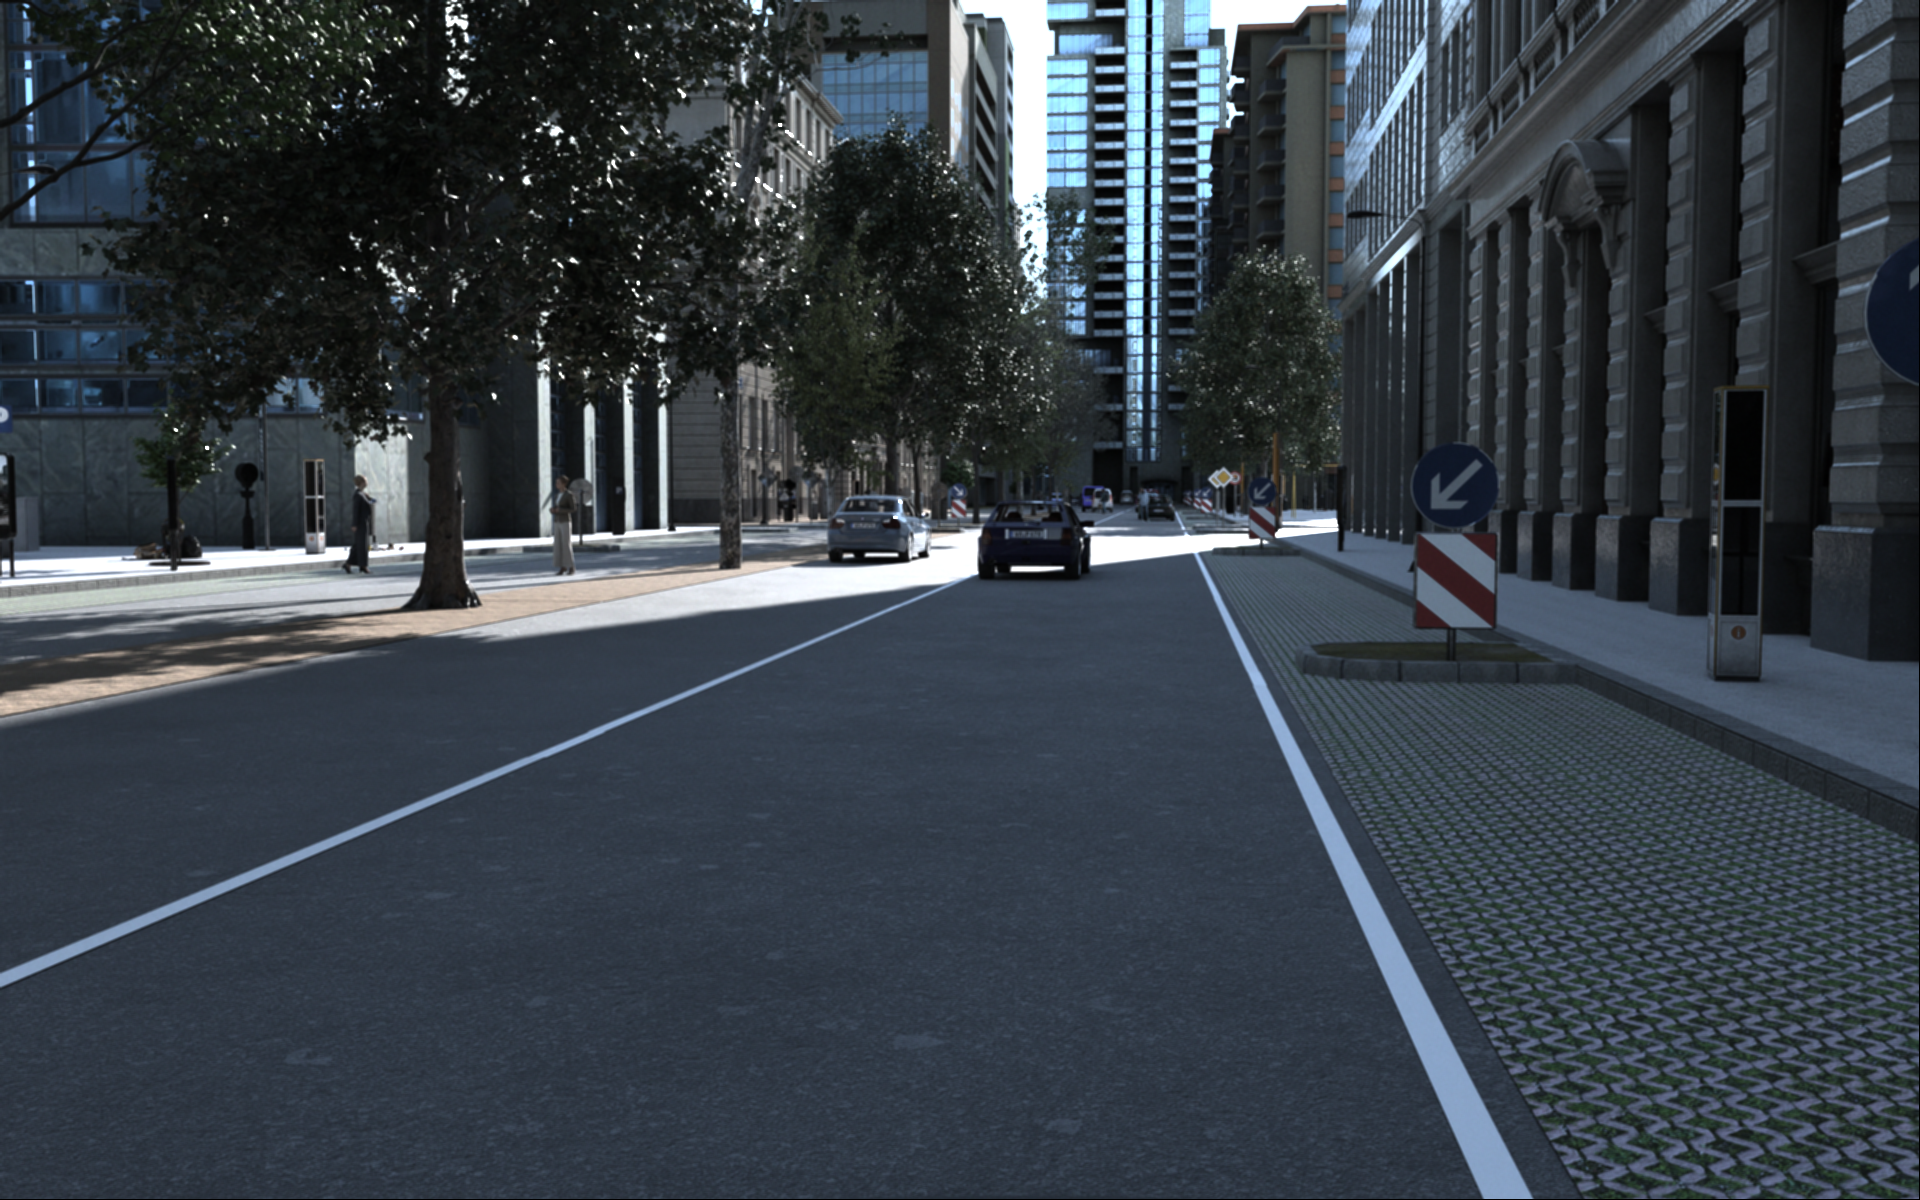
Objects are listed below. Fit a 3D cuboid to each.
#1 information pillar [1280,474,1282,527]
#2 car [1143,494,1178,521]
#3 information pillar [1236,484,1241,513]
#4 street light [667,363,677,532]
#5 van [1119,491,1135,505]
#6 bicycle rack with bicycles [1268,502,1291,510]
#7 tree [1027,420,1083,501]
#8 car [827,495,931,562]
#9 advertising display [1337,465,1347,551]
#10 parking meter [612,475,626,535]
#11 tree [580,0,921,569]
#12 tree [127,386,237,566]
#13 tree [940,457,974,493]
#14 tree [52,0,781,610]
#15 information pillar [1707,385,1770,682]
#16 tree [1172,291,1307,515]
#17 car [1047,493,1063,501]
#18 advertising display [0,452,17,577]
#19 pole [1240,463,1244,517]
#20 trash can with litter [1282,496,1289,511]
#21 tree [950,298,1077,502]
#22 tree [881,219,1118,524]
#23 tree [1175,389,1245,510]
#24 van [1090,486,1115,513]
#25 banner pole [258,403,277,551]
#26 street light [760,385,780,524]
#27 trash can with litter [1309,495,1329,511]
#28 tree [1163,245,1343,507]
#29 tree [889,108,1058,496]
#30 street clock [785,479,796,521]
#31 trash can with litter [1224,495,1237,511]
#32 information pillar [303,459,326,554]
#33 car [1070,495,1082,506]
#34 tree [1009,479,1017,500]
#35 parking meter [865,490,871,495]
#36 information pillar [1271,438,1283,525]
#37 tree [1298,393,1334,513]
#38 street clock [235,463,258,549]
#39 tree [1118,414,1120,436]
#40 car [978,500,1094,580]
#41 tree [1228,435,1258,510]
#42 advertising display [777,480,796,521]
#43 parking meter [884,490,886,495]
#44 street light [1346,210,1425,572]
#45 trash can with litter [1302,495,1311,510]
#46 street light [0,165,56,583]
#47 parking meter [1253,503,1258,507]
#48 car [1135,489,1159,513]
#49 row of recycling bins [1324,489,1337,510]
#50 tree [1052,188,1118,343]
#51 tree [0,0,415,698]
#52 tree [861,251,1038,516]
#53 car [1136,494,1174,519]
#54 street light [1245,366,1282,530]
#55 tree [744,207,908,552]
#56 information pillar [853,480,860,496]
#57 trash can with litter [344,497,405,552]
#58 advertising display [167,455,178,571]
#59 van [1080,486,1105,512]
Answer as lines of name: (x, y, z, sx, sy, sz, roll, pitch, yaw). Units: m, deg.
information pillar: (11.681, -3.622, 63.716, 0.304, 2.012, 0.304, 0, 4, 3)
car: (10.685, -5.089, 92.987, 2.009, 1.686, 4.222, 0, 4, 7)
information pillar: (19.432, -7.094, 120.481, 0.304, 2.012, 0.304, 2, 4, 28)
street light: (-9.347, -5.300, 59.201, 1.470, 5.913, 1.316, 0, 4, 7)
van: (21.251, -13.062, 220.571, 2.013, 2.044, 4.112, 0, 4, 6)
bicycle rack with bicycles: (25.114, -7.597, 137.591, 2.852, 0.926, 2.925, -3, 5, -44)
tree: (7.576, -11.084, 134.042, 4.737, 8.622, 4.395, 0, 3, 0)
car: (-1.735, -1.575, 37.750, 2.014, 1.417, 4.499, 0, 4, 7)
advertising display: (8.616, -2.073, 39.108, 0.123, 1.923, 0.974, 1, 4, 18)
parking meter: (-10.663, -2.961, 54.130, 0.399, 1.863, 0.255, -2, 4, -24)
tree: (-5.492, -10.713, 33.507, 12.611, 20.169, 13.585, 0, 3, 0)
tree: (-14.248, -2.248, 31.356, 1.663, 3.219, 1.824, 0, 3, 0)
tree: (-0.052, -9.908, 145.716, 4.285, 4.588, 4.351, 0, 3, 0)
tree: (-6.474, -6.247, 21.598, 9.611, 12.733, 9.660, 0, 3, 0)
information pillar: (5.343, -0.453, 11.906, 0.304, 2.012, 0.304, 1, 4, 14)
tree: (17.714, -12.223, 106.506, 9.857, 13.997, 8.962, 0, 3, 0)
car: (9.995, -10.431, 180.137, 1.945, 1.707, 3.694, 0, 4, 7)
advertising display: (-15.148, -1.332, 26.986, 0.974, 1.923, 0.123, 1, 4, 15)
pole: (15.879, -6.337, 97.448, 0.158, 3.312, 0.155, 0, 3, 0)
trash can with litter: (24.465, -7.365, 131.812, 1.055, 1.170, 0.624, 2, 4, 33)
tree: (2.066, -10.283, 88.705, 7.486, 12.596, 7.792, 0, 3, 0)
tree: (0.740, -10.041, 77.000, 12.009, 13.543, 11.850, 0, 3, 0)
tree: (21.737, -13.781, 143.439, 7.486, 12.596, 7.792, 0, 3, 0)
van: (11.164, -7.872, 135.726, 2.013, 2.044, 4.112, 0, 4, 5)
banner pole: (-15.791, -3.012, 39.262, 0.401, 3.779, 0.863, -2, 4, -32)
street light: (-7.771, -6.147, 73.051, 1.470, 5.913, 1.316, 0, 4, 7)
trash can with litter: (27.162, -7.320, 130.738, 1.678, 1.210, 2.233, -2, 4, -26)
tree: (14.048, -9.953, 79.742, 9.611, 12.733, 9.660, 0, 3, 0)
tree: (-2.006, -8.067, 51.356, 9.611, 12.733, 9.660, 0, 3, 0)
street clock: (-7.952, -4.684, 81.153, 0.471, 2.002, 0.358, -2, 4, -24)
trash can with litter: (20.824, -7.380, 131.726, 1.678, 1.210, 2.233, -1, 4, -17)
information pillar: (-13.740, -1.980, 36.870, 0.304, 2.012, 0.304, 1, 4, 10)
car: (13.356, -11.586, 202.004, 1.945, 1.354, 3.894, 0, 4, 8)
tree: (6.398, -12.692, 202.111, 1.663, 3.219, 1.824, 0, 3, 0)
parking meter: (-5.143, -5.407, 96.822, 0.372, 1.533, 0.369, 0, 3, 0)
information pillar: (13.354, -4.987, 72.890, 0.504, 3.616, 0.183, -1, 4, -13)
tree: (23.701, -10.128, 115.952, 4.360, 8.622, 3.978, 0, 3, 0)
street clock: (-16.570, -2.184, 40.281, 0.358, 2.002, 0.471, 2, 4, 31)
tree: (4.829, -12.231, 112.802, 12.009, 13.543, 11.850, 0, 3, 0)
car: (1.353, -1.091, 30.425, 1.945, 1.354, 3.894, 0, 4, 8)
tree: (20.593, -10.808, 127.080, 4.360, 8.622, 3.978, 0, 3, 0)
advertising display: (-8.110, -4.672, 81.593, 0.974, 1.923, 0.123, 0, 4, 4)
parking meter: (-4.408, -5.898, 104.842, 0.372, 1.533, 0.369, 0, 3, 0)
street light: (7.021, -3.420, 28.458, 1.470, 5.913, 1.316, 0, 4, 7)
trash can with litter: (28.162, -7.880, 140.222, 0.624, 1.170, 1.055, -1, 4, -17)
street light: (-13.445, -3.187, 24.655, 1.470, 5.913, 1.316, 0, 4, 7)
parking meter: (19.986, -6.834, 117.454, 0.255, 1.863, 0.399, 3, 5, 42)
car: (14.825, -7.782, 135.908, 2.281, 1.827, 5.304, 0, 4, 7)
row of recycling bins: (30.447, -7.912, 136.481, 3.534, 1.692, 1.069, 1, 4, 17)
tree: (2.331, -14.781, 100.007, 12.611, 20.169, 13.585, 0, 3, 0)
tree: (-7.221, -5.096, 11.527, 9.928, 11.665, 9.643, 0, 3, 0)
tree: (-1.371, -7.537, 60.097, 8.767, 10.594, 7.601, 0, 4, 7)
car: (11.176, -5.356, 99.367, 2.131, 1.459, 4.920, 0, 4, 7)
street light: (11.002, -5.517, 62.749, 1.470, 5.913, 1.316, 0, 4, 7)
tree: (-3.198, -5.479, 42.406, 4.737, 8.622, 4.395, 0, 3, 0)
information pillar: (-5.657, -5.494, 94.312, 0.304, 2.012, 0.304, 0, 4, -1)
trash can with litter: (-13.245, -1.747, 39.619, 1.678, 1.210, 2.233, 0, 4, 6)
advertising display: (-13.295, -1.470, 29.249, 0.123, 1.923, 0.974, -2, 4, -23)
van: (10.849, -8.326, 140.518, 2.240, 2.365, 5.245, 0, 4, 5)
